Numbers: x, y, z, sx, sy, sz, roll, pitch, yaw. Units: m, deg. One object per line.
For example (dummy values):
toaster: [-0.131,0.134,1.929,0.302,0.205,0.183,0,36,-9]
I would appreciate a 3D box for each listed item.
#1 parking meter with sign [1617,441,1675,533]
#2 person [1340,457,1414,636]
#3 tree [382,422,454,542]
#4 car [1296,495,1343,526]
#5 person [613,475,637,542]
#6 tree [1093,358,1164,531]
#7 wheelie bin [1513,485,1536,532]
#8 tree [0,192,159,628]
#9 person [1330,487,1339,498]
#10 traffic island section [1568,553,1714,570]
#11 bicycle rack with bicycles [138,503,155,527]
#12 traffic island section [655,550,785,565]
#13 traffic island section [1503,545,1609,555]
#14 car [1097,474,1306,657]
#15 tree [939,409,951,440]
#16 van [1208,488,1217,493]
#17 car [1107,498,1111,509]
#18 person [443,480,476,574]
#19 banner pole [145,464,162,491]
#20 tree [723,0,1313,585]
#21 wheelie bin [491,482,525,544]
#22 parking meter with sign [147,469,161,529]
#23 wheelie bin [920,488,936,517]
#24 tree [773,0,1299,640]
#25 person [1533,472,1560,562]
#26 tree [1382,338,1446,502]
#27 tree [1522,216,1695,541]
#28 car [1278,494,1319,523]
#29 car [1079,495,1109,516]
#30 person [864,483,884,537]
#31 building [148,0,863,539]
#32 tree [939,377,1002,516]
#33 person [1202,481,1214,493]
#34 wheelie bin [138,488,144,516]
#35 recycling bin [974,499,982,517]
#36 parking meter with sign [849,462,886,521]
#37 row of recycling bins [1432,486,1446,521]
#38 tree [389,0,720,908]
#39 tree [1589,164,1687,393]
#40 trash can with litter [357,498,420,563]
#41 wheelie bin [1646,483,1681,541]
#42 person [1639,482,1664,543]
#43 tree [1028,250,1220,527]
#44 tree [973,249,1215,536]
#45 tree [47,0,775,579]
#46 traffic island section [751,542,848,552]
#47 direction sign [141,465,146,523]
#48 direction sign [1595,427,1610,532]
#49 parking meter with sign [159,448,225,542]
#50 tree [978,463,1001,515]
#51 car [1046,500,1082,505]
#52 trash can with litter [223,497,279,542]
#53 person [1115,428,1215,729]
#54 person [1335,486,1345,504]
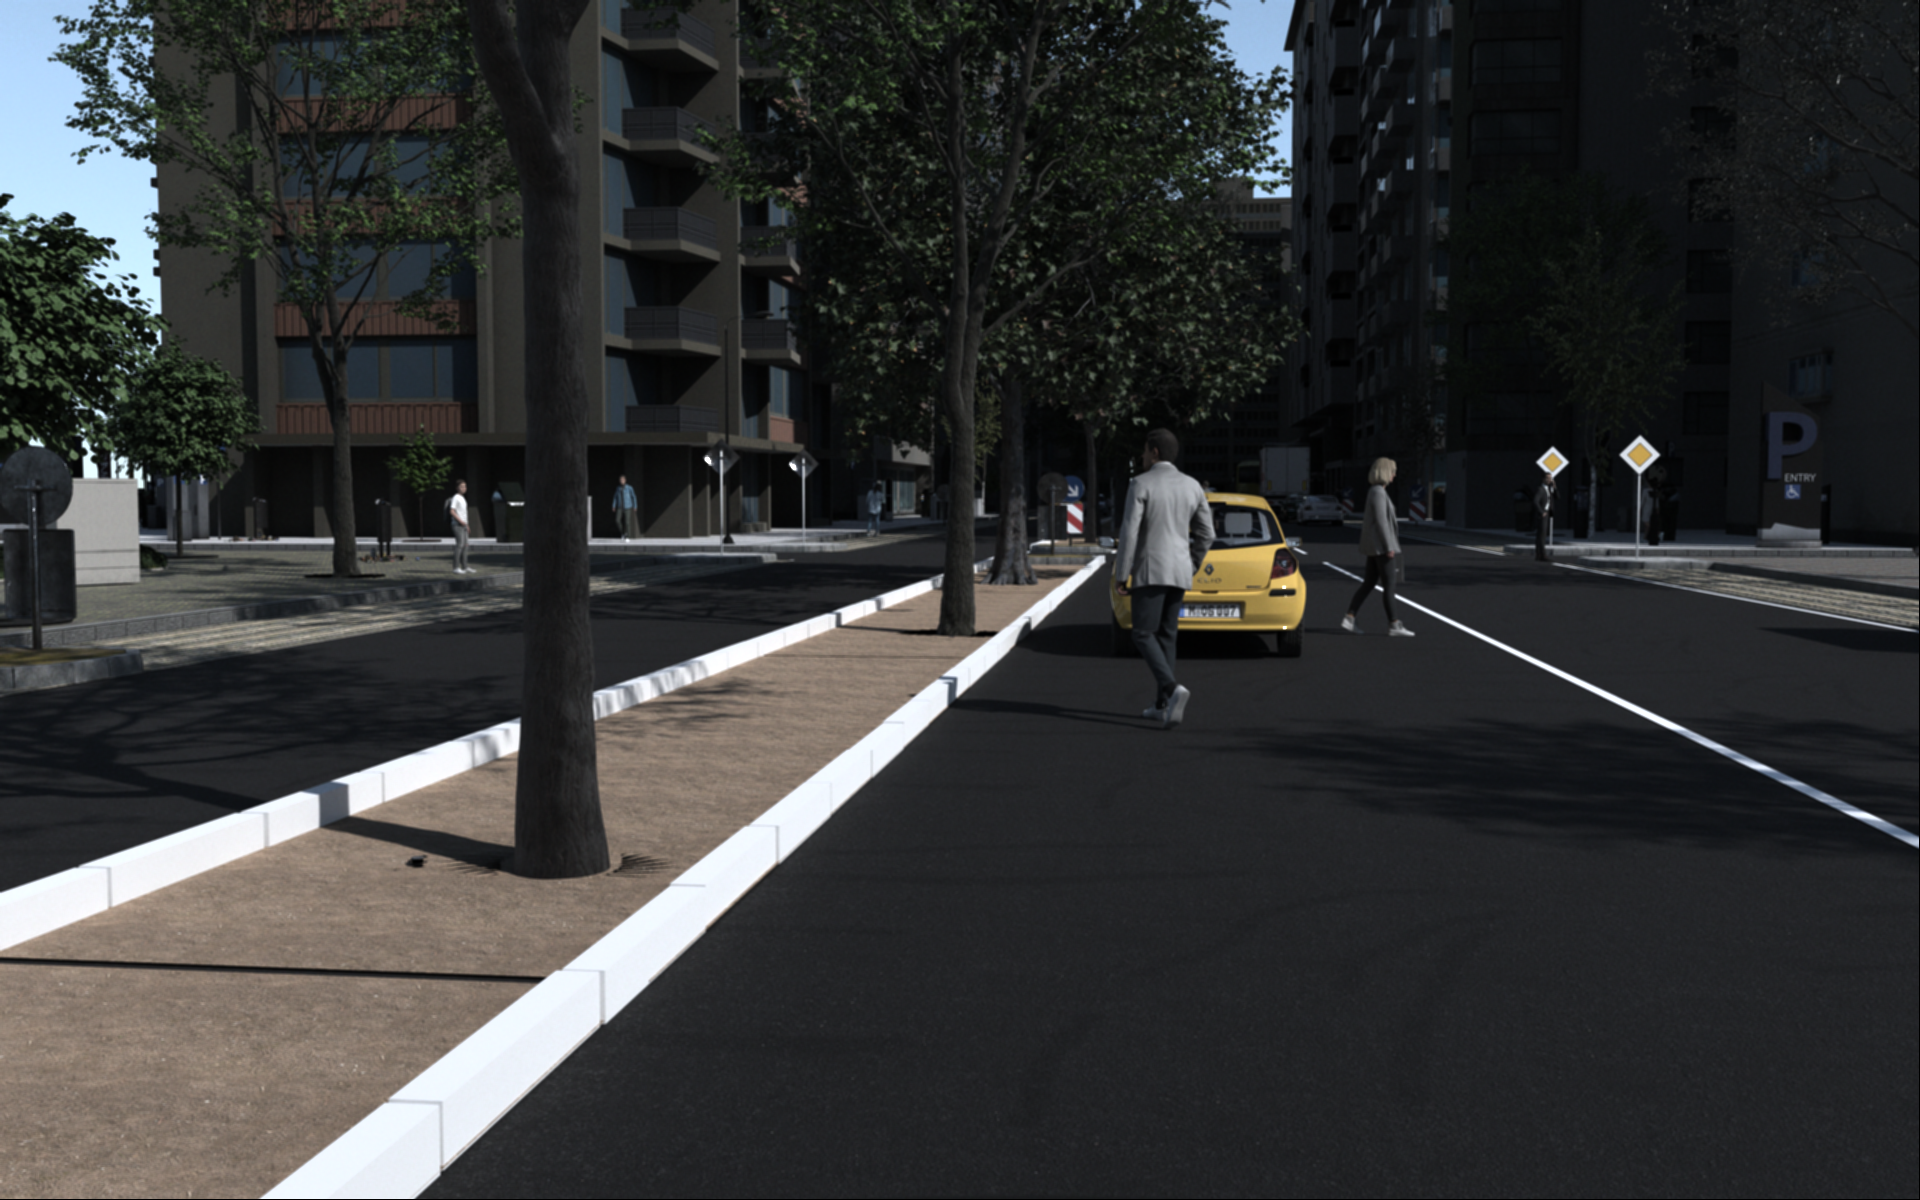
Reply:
parking meter with sign: [22.755,-3.748,57.545,0.543,3.016,1.738,-3,5,-43]
person: [4.252,-0.547,17.630,0.728,1.800,0.709,1,4,10]
tree: [-14.356,-3.174,46.493,1.663,3.219,1.824,0,3,0]
car: [16.394,-4.072,78.940,2.083,1.381,4.827,0,4,7]
person: [-8.935,-2.432,46.156,0.601,1.785,0.444,1,4,16]
tree: [5.835,-6.896,65.562,4.737,8.622,4.395,0,3,0]
wheelie bin: [19.142,-3.106,58.692,0.693,1.594,0.980,2,4,31]
tree: [-9.525,-2.032,16.940,4.285,4.588,4.351,0,3,0]
person: [26.278,-7.008,121.151,0.750,1.759,0.617,-2,4,-31]
traffic island section: [13.360,-0.720,34.057,2.009,0.180,2.903,0,4,7]
bicycle rack with bicycles: [-32.449,-3.362,68.352,2.925,0.926,2.852,-2,4,-33]
traffic island section: [-5.035,-0.862,36.379,2.009,0.180,2.903,0,4,7]
traffic island section: [14.362,-1.205,41.979,2.009,0.180,2.903,0,4,7]
car: [2.324,-0.397,16.712,2.015,1.641,3.980,0,4,6]
tree: [2.562,-11.064,115.312,8.767,10.594,7.601,0,4,0]
van: [16.350,-6.602,114.956,2.013,2.044,4.112,0,4,7]
car: [14.959,-9.260,163.767,2.083,1.381,4.827,0,4,6]
person: [-8.052,-1.181,27.943,0.523,1.515,0.503,-2,4,-26]
banner pole: [-33.703,-5.029,72.244,0.401,3.779,0.863,3,4,38]
tree: [0.831,-6.594,27.285,9.611,12.733,9.660,0,3,0]
wheelie bin: [-11.789,-2.281,45.206,0.693,1.594,0.980,3,5,39]
parking meter with sign: [-29.548,-4.165,64.363,0.543,3.016,1.738,0,4,7]
wheelie bin: [-1.732,-5.404,96.268,0.693,1.594,0.980,3,5,44]
tree: [0.068,-5.432,17.022,9.928,11.665,9.643,0,3,0]
person: [12.561,-1.788,37.096,0.474,1.900,0.648,2,4,30]
tree: [22.029,-8.090,82.629,4.360,8.622,3.978,0,3,0]
tree: [17.376,-5.891,46.681,4.737,8.622,4.395,0,3,0]
car: [17.304,-4.675,88.235,2.131,1.459,4.920,0,4,7]
car: [9.029,-6.372,116.187,2.014,1.417,4.499,0,4,6]
person: [-2.862,-2.985,57.576,0.793,1.790,0.793,-2,4,-34]
building: [-15.793,-24.937,62.342,22.147,44.769,28.867,0,4,7]
tree: [1.169,-9.359,103.389,4.737,8.622,4.395,0,3,0]
person: [7.136,-2.555,50.377,0.694,1.812,0.767,-3,5,-41]
wheelie bin: [-46.272,-5.493,97.723,0.693,1.594,0.980,3,5,44]
recycling bin: [0.833,-5.216,97.841,0.722,1.027,0.722,1,4,18]
parking meter with sign: [-4.424,-5.321,83.256,1.738,3.016,0.543,1,4,19]
row of recycling bins: [23.933,-4.670,83.467,1.069,1.692,3.534,-1,4,-14]
tree: [-1.501,-5.699,6.013,12.009,13.543,11.850,0,3,0]
tree: [18.090,-7.787,53.077,9.928,11.665,9.643,0,3,0]
trash can with litter: [-11.260,-1.356,33.235,1.678,1.210,2.233,0,4,-3]
wheelie bin: [19.285,-2.419,47.459,0.980,1.594,0.693,-1,4,-12]
person: [18.114,-2.359,45.370,0.466,1.731,0.760,-3,5,-44]
tree: [6.794,-10.070,73.764,9.857,13.997,8.962,0,3,0]
tree: [4.777,-7.485,59.256,8.767,10.594,7.601,0,4,7]
tree: [-9.611,-6.146,26.240,9.928,11.665,9.643,0,3,0]
traffic island section: [-4.033,-1.347,44.302,2.009,0.180,2.903,0,4,7]
direction sign: [-36.664,-5.253,77.882,0.379,3.537,0.876,-1,4,-17]
direction sign: [21.870,-4.104,59.097,0.876,3.537,0.379,-3,4,-37]
parking meter with sign: [-21.707,-3.231,49.088,1.738,3.016,0.543,1,4,17]
tree: [1.883,-6.938,108.033,1.663,3.219,1.824,0,3,0]
car: [5.933,-5.356,97.796,2.015,1.641,3.980,1,4,9]
trash can with litter: [-19.546,-2.234,47.577,1.678,1.210,2.233,1,4,14]
person: [1.301,-0.148,10.771,0.661,1.843,0.795,-2,4,-24]
person: [22.166,-5.698,101.021,0.474,1.900,0.648,3,5,39]
